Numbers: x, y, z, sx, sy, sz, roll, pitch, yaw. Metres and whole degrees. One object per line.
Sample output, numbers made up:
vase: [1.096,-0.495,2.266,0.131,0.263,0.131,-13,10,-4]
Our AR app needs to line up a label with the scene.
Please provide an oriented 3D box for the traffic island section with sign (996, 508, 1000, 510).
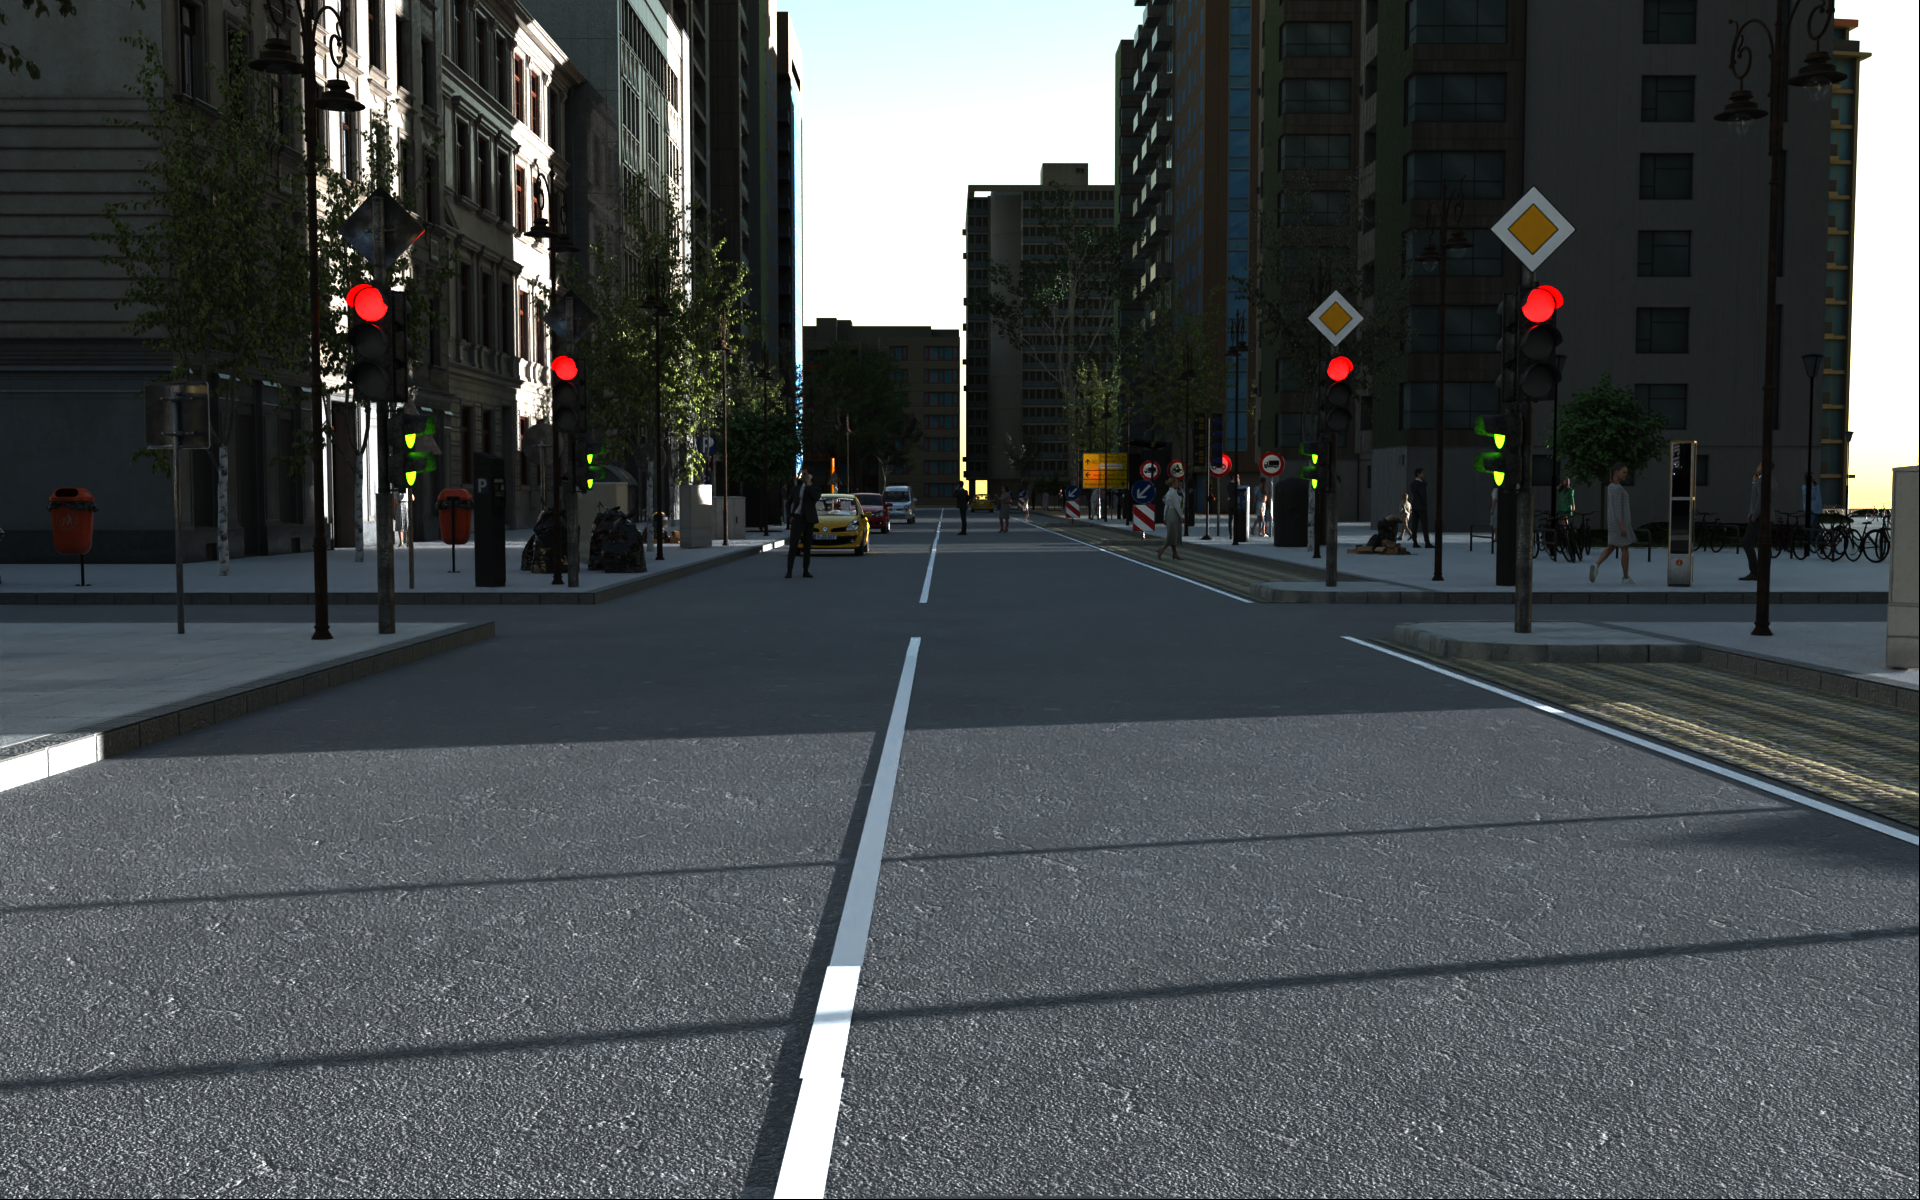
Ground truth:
traffic island section with sign: [4.145,-8.832,153.037,1.989,1.847,2.006,0,4,0]

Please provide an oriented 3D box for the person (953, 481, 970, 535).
person: [0.030,-3.231,60.682,0.474,1.900,0.648,1,4,18]

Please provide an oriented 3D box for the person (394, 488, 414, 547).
person: [-13.424,-2.152,41.799,0.480,1.755,0.524,-2,4,-26]

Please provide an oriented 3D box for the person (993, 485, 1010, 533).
person: [1.539,-3.394,64.351,0.532,1.782,0.716,-2,4,-33]

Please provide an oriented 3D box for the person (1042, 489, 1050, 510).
person: [6.985,-8.240,141.437,0.621,1.740,0.551,3,5,43]

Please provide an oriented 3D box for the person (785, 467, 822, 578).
person: [-2.684,-1.334,29.675,0.648,1.900,0.474,0,4,-7]

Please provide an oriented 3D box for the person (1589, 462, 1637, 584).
person: [9.323,-1.090,24.617,0.760,1.731,0.466,-2,4,-26]

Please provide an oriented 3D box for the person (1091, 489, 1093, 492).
person: [12.220,-9.337,159.159,0.568,1.767,0.683,-1,4,-16]

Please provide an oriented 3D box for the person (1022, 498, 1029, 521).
person: [3.395,-4.715,90.606,0.382,1.210,0.505,-2,4,-34]

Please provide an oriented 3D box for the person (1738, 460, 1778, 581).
person: [11.886,-1.195,25.768,0.592,1.802,0.473,-2,4,-32]

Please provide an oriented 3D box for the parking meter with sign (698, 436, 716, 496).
parking meter with sign: [-7.732,-3.451,52.683,0.543,3.016,1.738,-1,4,-11]

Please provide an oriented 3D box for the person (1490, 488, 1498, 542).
person: [14.251,-2.416,46.115,0.480,1.755,0.524,-3,5,-41]

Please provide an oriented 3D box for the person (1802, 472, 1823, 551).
person: [19.357,-2.023,39.392,0.793,1.790,0.793,1,4,22]

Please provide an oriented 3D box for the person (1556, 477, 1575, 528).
person: [18.646,-2.877,53.332,0.600,1.795,0.529,2,4,33]

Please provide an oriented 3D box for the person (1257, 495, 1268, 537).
person: [9.128,-2.538,52.230,0.332,1.250,0.352,-2,4,-29]

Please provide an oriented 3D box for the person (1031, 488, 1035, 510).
person: [5.937,-8.242,140.936,0.705,1.807,1.348,0,4,-4]

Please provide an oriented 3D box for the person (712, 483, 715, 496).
person: [-10.412,-4.021,71.969,0.466,1.800,0.511,0,3,0]

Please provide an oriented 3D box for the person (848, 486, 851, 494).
person: [-7.945,-7.160,123.119,0.705,1.822,1.348,0,4,8]

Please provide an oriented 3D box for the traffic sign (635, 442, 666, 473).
traffic sign: [-7.576,-2.587,42.410,0.768,2.556,0.104,0,4,3]

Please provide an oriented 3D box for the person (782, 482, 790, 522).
person: [-7.985,-4.523,79.803,0.447,1.846,0.655,2,4,30]

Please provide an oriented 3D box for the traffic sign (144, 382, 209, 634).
traffic sign: [-7.153,-0.839,15.846,0.606,2.300,0.079,0,4,5]

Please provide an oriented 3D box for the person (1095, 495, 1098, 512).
person: [9.222,-6.493,115.384,0.628,1.438,0.799,1,4,19]

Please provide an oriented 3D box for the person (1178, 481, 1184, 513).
person: [9.719,-4.337,76.824,0.514,1.842,0.818,2,4,35]

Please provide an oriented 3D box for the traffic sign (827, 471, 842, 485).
traffic sign: [-7.079,-5.969,97.592,0.884,2.594,0.081,1,4,9]

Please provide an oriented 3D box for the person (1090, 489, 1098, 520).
person: [6.755,-4.932,86.567,0.818,1.842,0.514,-3,5,-44]

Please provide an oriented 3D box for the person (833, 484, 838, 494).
person: [-6.698,-5.443,94.877,0.795,1.843,0.661,0,4,-5]

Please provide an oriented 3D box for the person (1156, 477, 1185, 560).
person: [4.530,-1.747,37.290,0.641,1.798,0.478,0,4,-3]

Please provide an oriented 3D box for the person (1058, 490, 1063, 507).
person: [9.783,-9.841,167.467,0.617,1.759,0.750,-1,4,-20]

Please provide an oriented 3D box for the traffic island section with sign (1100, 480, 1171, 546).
traffic island section with sign: [4.968,-2.451,48.696,1.989,1.847,2.006,0,4,0]

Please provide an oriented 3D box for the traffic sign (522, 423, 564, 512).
traffic sign: [-7.502,-1.899,31.150,0.768,2.556,0.104,0,4,4]

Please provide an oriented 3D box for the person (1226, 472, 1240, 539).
person: [7.857,-2.678,49.190,0.474,1.900,0.648,-2,4,-32]

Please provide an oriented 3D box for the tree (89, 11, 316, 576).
tree: [-11.570,-4.698,27.177,4.737,8.622,4.395,0,3,0]

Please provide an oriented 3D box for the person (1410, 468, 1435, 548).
person: [11.036,-2.200,41.369,0.474,1.900,0.648,-1,4,-21]

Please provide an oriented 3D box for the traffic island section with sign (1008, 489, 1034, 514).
traffic island section with sign: [4.360,-7.175,125.938,1.989,1.847,2.006,0,4,0]

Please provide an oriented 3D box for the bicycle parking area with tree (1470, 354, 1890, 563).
bicycle parking area with tree: [14.824,-2.967,35.508,8.231,4.147,9.016,1,4,15]

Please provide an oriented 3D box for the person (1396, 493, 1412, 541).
person: [12.260,-2.290,47.764,0.640,1.303,0.475,3,5,44]

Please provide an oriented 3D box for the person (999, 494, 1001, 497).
person: [3.829,-9.068,159.982,0.599,1.433,0.991,1,4,10]

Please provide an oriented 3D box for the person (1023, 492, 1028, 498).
person: [5.937,-9.288,158.570,0.551,1.740,0.621,-2,4,-24]

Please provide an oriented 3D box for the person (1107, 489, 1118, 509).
person: [12.810,-8.627,146.724,1.348,1.869,0.705,0,4,2]

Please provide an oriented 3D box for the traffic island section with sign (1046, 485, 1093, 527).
traffic island section with sign: [4.763,-4.099,75.651,1.989,1.847,2.006,0,4,0]

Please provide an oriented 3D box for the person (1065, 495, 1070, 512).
person: [7.464,-6.843,119.400,0.415,1.643,0.593,0,4,5]

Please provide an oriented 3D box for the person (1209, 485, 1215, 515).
person: [15.545,-6.199,107.354,0.705,1.831,1.348,0,4,-6]

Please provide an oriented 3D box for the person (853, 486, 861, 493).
person: [-6.309,-6.218,108.163,0.568,1.767,0.683,3,5,44]

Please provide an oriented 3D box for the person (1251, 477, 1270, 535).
person: [9.423,-2.928,54.009,0.778,1.811,0.616,-3,5,-40]

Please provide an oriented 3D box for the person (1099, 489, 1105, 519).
person: [7.312,-5.057,88.738,0.388,1.821,0.555,2,4,24]

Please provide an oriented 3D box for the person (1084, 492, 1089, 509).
person: [11.275,-8.747,152.277,0.991,1.433,0.599,-2,4,-31]

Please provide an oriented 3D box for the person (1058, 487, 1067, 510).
person: [8.763,-8.460,143.994,1.348,1.869,0.705,-1,4,-13]
